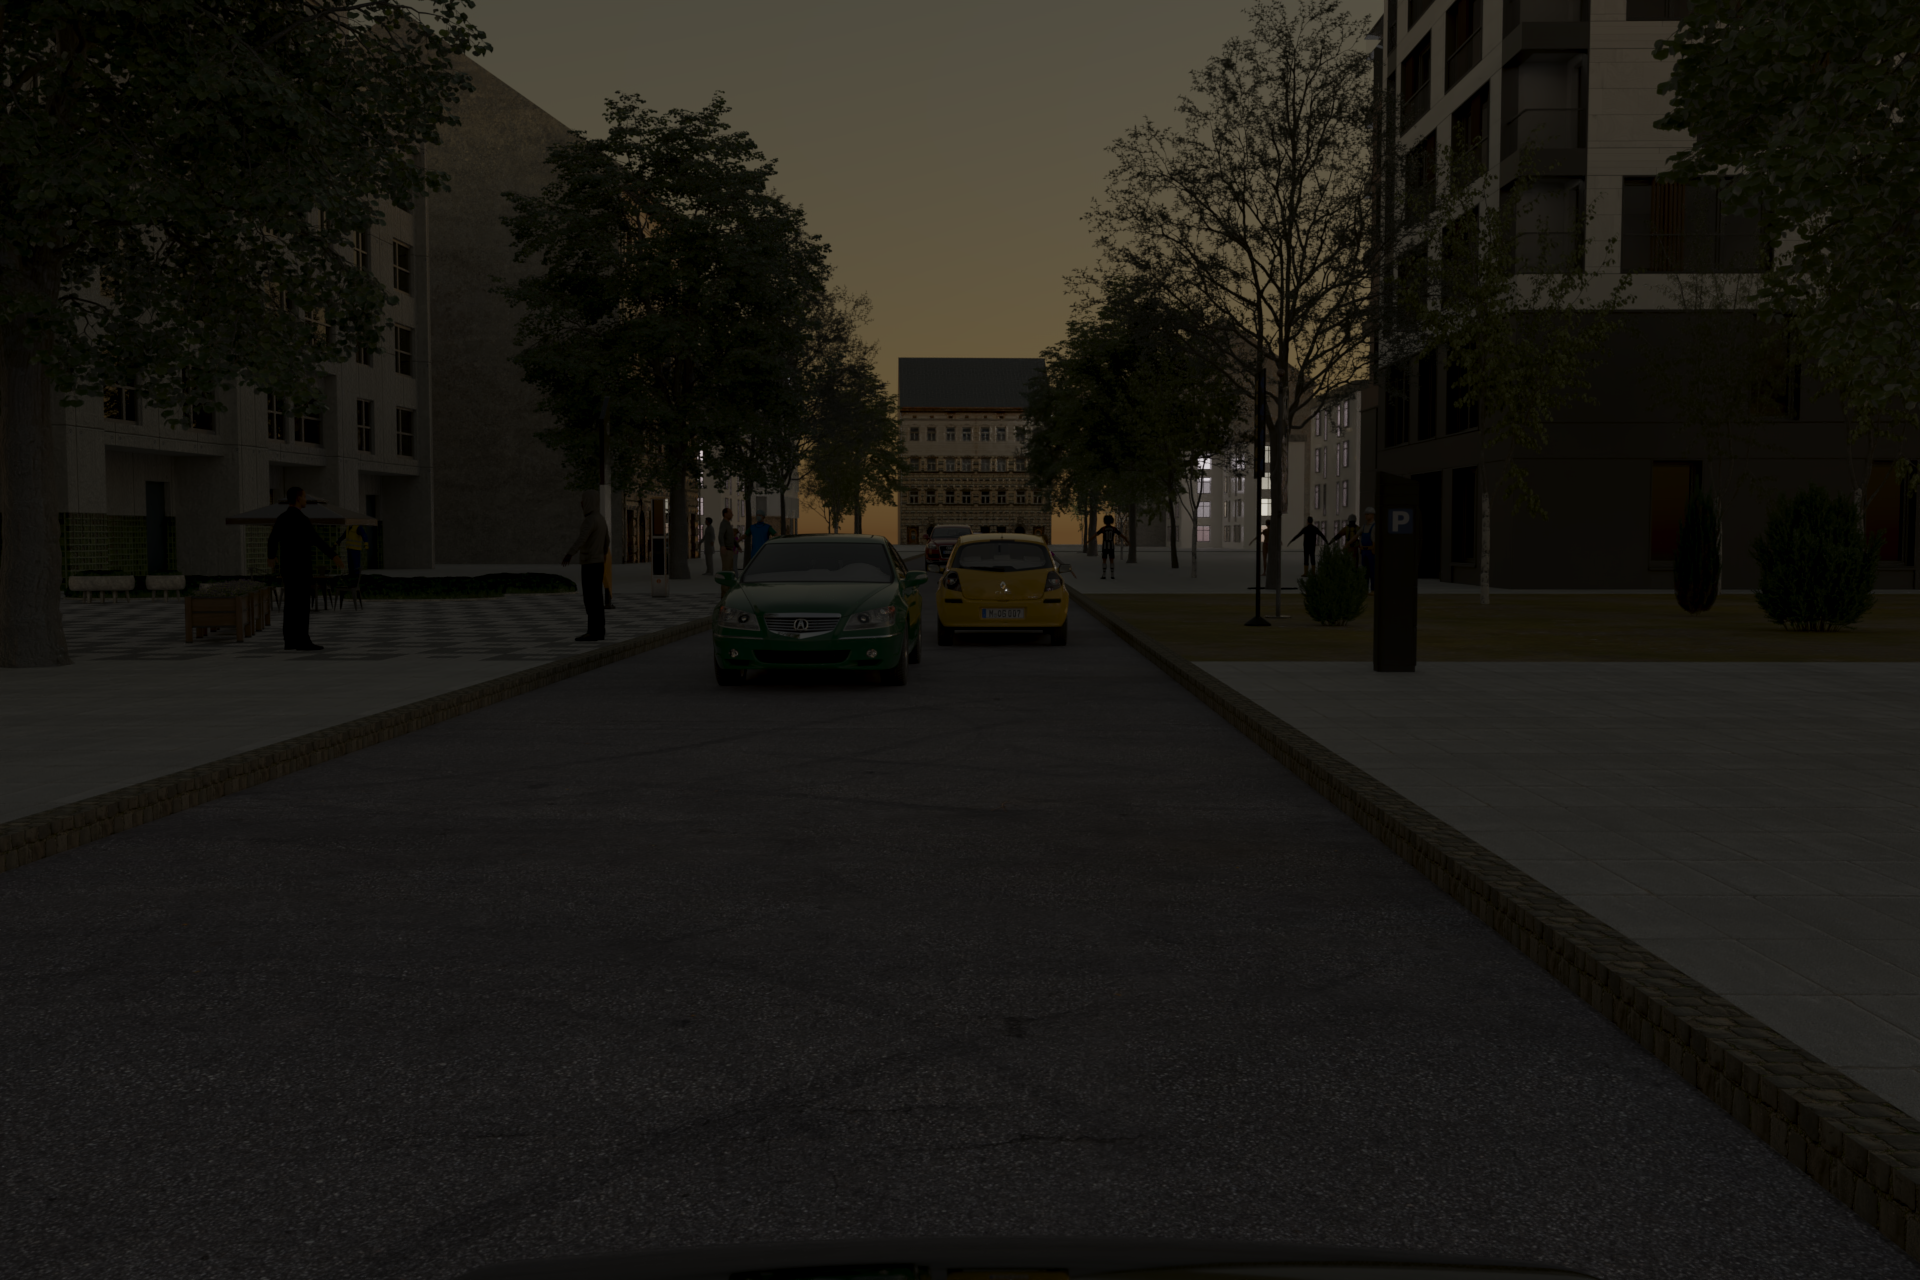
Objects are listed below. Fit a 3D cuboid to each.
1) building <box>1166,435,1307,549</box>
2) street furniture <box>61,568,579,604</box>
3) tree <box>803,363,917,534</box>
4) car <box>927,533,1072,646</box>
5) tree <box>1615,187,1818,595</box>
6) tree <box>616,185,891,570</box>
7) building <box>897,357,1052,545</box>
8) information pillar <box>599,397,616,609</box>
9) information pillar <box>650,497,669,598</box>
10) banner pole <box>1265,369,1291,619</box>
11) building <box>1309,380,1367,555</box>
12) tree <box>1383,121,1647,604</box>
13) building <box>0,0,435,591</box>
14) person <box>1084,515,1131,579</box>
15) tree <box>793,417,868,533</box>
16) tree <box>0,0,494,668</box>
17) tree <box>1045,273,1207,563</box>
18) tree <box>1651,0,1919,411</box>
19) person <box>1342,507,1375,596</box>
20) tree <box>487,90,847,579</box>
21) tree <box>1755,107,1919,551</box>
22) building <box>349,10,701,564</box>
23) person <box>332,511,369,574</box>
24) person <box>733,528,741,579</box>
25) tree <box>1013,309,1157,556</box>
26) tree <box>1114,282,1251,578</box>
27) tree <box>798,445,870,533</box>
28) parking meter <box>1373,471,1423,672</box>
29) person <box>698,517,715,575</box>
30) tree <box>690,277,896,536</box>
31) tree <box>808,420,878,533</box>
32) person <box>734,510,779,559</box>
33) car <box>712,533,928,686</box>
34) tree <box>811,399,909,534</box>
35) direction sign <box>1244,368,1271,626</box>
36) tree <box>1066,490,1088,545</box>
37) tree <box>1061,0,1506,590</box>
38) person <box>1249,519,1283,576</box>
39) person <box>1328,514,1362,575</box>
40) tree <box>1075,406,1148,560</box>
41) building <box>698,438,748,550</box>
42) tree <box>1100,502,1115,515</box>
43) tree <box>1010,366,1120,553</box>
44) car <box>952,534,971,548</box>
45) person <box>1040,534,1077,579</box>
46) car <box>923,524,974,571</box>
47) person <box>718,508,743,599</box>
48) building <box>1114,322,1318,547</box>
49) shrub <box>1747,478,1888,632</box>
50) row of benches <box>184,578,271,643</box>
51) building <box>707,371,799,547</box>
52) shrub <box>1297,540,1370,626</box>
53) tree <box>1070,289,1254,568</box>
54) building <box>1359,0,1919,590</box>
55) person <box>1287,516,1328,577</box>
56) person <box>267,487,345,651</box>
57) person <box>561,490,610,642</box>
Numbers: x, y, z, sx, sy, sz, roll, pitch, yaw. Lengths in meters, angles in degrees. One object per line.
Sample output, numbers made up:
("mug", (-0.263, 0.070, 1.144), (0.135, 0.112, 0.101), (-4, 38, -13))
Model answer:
("building", (24.909, -13.334, 160.165), (9.099, 9.664, 28.070), (0, 4, 1))
("street furniture", (-12.795, -1.193, 35.128), (10.072, 0.657, 5.734), (-1, 4, -16))
("tree", (-6.707, -12.047, 115.088), (7.486, 12.596, 7.792), (0, 3, 0))
("car", (0.550, -0.822, 23.666), (2.015, 1.641, 3.980), (0, 4, 0))
("tree", (16.227, -5.283, 36.734), (4.360, 8.622, 3.978), (0, 3, 0))
("tree", (-7.449, -9.221, 61.134), (12.009, 13.543, 11.850), (0, 3, 0))
("building", (1.429, -23.303, 214.387), (18.063, 23.208, 19.493), (0, 4, -3))
("information pillar", (-6.024, -2.330, 29.449), (0.183, 3.616, 0.504), (0, 4, 1))
("information pillar", (-6.044, -1.860, 34.899), (0.304, 2.012, 0.304), (0, 4, 3))
("banner pole", (4.865, -2.209, 26.129), (0.401, 3.779, 0.863), (0, 4, -1))
("building", (26.011, -9.310, 94.368), (9.099, 9.664, 28.070), (0, 4, 1))
("tree", (9.825, -4.956, 31.390), (4.737, 8.622, 4.395), (0, 3, 0))
("building", (-28.066, -11.070, 47.459), (16.747, 18.905, 31.486), (0, 4, 2))
("person", (4.215, -2.639, 49.283), (1.345, 1.843, 0.704), (0, 4, -4))
("tree", (-6.665, -8.889, 95.697), (4.360, 8.622, 3.978), (0, 3, 0))
("tree", (-9.174, -6.717, 16.472), (9.857, 13.997, 8.962), (0, 3, 0))
("tree", (7.573, -9.675, 76.305), (7.486, 12.596, 7.792), (0, 3, 0))
("tree", (6.526, -5.533, 8.598), (7.486, 12.596, 7.792), (0, 3, 0))
("person", (8.558, -1.861, 36.282), (0.705, 1.847, 1.347), (-2, 4, -33))
("tree", (-8.113, -8.701, 48.911), (9.857, 13.997, 8.962), (0, 3, 0))
("tree", (15.457, -4.833, 29.387), (4.737, 8.622, 4.395), (0, 3, 0))
("building", (-23.203, -15.352, 81.929), (19.493, 23.208, 18.063), (0, 4, 2))
("person", (-14.548, -2.172, 41.477), (1.349, 1.833, 0.705), (2, 4, 35))
("person", (-5.777, -2.121, 43.940), (0.599, 1.433, 0.991), (-1, 4, -19))
("tree", (7.737, -11.817, 99.867), (9.857, 13.997, 8.962), (0, 3, 0))
("tree", (6.799, -6.143, 50.800), (4.737, 8.622, 4.395), (0, 3, 0))
("tree", (-15.980, -18.346, 210.320), (12.009, 13.543, 11.850), (0, 3, 0))
("parking meter", (4.080, -0.638, 16.143), (0.399, 1.863, 0.255), (0, 4, 1))
("person", (-7.839, -2.918, 53.892), (0.705, 1.806, 1.347), (-2, 4, -26))
("tree", (-7.963, -10.248, 77.926), (12.009, 13.543, 11.850), (0, 3, 0))
("tree", (-7.101, -9.318, 102.709), (4.737, 8.622, 4.395), (0, 3, 0))
("person", (-4.427, -1.968, 38.305), (1.347, 1.817, 0.704), (1, 4, 15))
("car", (-1.368, -0.371, 17.872), (2.131, 1.459, 4.920), (0, 4, 1))
("tree", (-7.276, -12.131, 124.098), (9.928, 11.665, 9.643), (0, 3, 0))
("direction sign", (4.164, -1.964, 24.110), (0.379, 3.537, 0.876), (0, 4, 1))
("tree", (14.572, -15.851, 209.529), (4.737, 8.622, 4.395), (0, 3, 0))
("tree", (7.309, -7.903, 39.585), (12.009, 13.543, 11.850), (0, 3, 0))
("person", (9.427, -2.844, 53.295), (1.217, 1.733, 0.721), (-2, 4, -24))
("person", (11.075, -2.641, 48.956), (1.354, 1.858, 0.705), (1, 4, 10))
("tree", (7.959, -8.320, 86.387), (4.737, 8.622, 4.395), (0, 3, 0))
("building", (-23.508, -13.049, 155.491), (9.099, 9.664, 28.070), (0, 4, 2))
("tree", (20.830, -17.144, 214.721), (7.601, 10.594, 8.767), (0, 4, 4))
("tree", (8.528, -12.557, 115.671), (12.009, 13.543, 11.850), (0, 3, 0))
("car", (0.774, -2.977, 60.470), (2.131, 1.459, 4.920), (0, 4, 1))
("person", (1.289, -0.882, 26.152), (0.991, 1.433, 0.599), (2, 4, 26))
("car", (-0.298, -3.651, 68.361), (2.281, 1.827, 5.304), (0, 4, 1))
("person", (-4.531, -1.690, 33.909), (0.705, 1.796, 1.348), (0, 4, 7))
("building", (26.500, -21.599, 184.078), (19.493, 23.208, 18.063), (0, 4, 1))
("shrub", (11.281, -1.127, 22.846), (1.690, 2.028, 1.600), (0, 3, 0))
("row of benches", (-9.383, -0.420, 22.332), (1.422, 0.672, 4.104), (-1, 4, -17))
("building", (-22.694, -19.507, 175.364), (16.016, 20.090, 11.380), (0, 4, 1))
("shrub", (5.225, -0.802, 24.230), (1.383, 1.207, 1.383), (0, 3, 0))
("tree", (7.717, -7.955, 64.469), (7.601, 10.594, 8.767), (1, 4, 18))
("building", (26.914, -12.930, 55.382), (27.936, 21.610, 32.646), (0, 4, 1))
("person", (10.438, -2.790, 51.761), (1.346, 1.812, 0.704), (-1, 4, -14))
("person", (-7.306, -0.791, 19.162), (1.346, 1.802, 0.704), (3, 4, 36))
("person", (-4.445, -0.898, 20.811), (0.705, 1.813, 1.348), (0, 4, 7))
